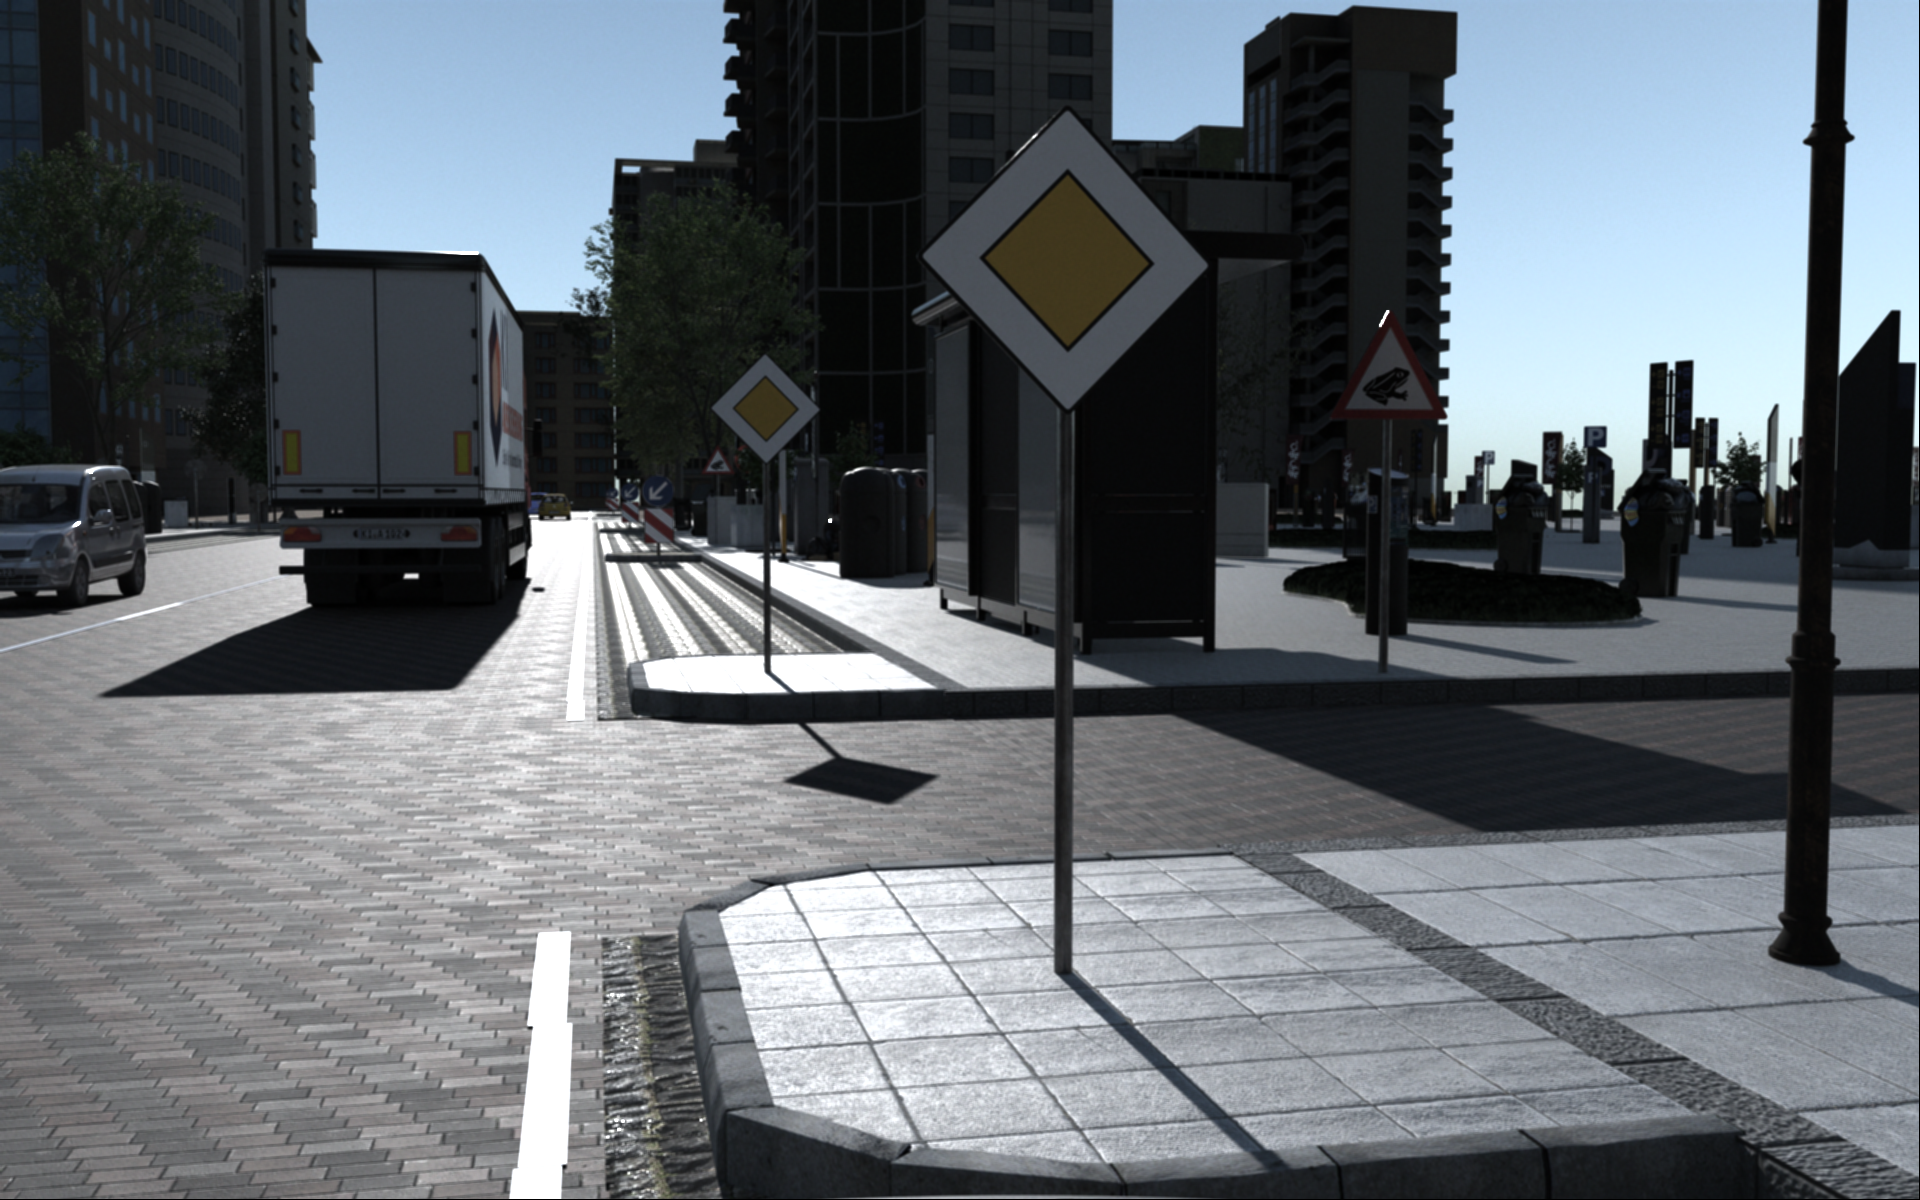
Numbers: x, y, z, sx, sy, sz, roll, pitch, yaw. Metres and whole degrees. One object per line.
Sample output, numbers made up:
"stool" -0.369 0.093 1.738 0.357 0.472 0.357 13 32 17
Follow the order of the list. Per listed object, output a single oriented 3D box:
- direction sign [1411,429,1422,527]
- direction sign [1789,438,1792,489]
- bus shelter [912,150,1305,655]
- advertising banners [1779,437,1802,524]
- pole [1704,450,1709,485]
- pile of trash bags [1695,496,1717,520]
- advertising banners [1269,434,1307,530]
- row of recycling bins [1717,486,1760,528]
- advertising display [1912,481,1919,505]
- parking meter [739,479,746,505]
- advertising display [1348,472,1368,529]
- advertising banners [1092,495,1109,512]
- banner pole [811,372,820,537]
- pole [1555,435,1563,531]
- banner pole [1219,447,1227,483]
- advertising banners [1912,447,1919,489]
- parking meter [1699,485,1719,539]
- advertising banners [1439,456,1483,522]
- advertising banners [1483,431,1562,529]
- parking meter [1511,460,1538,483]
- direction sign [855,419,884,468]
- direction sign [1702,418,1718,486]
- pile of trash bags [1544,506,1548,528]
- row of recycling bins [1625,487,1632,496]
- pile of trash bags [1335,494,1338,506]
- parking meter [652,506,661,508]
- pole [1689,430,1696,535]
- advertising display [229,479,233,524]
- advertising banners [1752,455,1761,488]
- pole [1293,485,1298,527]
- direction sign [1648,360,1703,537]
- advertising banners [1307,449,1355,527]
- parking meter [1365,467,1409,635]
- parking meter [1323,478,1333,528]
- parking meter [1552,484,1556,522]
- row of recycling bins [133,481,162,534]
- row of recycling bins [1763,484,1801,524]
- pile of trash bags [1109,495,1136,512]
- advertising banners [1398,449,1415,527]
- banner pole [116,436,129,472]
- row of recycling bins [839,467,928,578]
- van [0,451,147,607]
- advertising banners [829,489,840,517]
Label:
"direction sign" 16.003 -4.207 60.774 0.379 3.537 0.876 -1 4 -9
"direction sign" 33.477 -4.762 69.856 0.379 3.537 0.876 1 4 22
"bus shelter" 0.854 -2.469 17.993 2.179 5.291 8.768 -1 4 -12
"advertising banners" 25.739 -3.512 53.603 0.090 3.025 2.074 1 4 8
"pole" 34.312 -5.247 79.634 0.158 3.312 0.155 0 3 0
"pile of trash bags" 38.184 -4.709 86.737 3.447 1.369 1.912 0 4 -2
"advertising banners" 8.999 -3.333 50.678 2.074 3.025 0.090 1 4 15
"row of recycling bins" 29.920 -3.646 66.724 1.069 1.692 3.534 1 4 16
"advertising display" 46.388 -4.788 83.490 0.974 1.923 0.123 0 4 -6
"parking meter" -8.336 -3.710 66.374 0.255 1.863 0.399 -1 4 -15
"advertising display" 11.777 -2.781 50.682 0.123 1.923 0.974 -3 5 -40
"advertising banners" 1.787 -1.904 27.325 0.090 3.025 2.074 3 5 41
"banner pole" -2.959 -2.772 35.336 0.401 3.779 0.863 0 4 6
"pole" 20.534 -4.007 59.352 0.158 3.312 0.155 0 3 0
"banner pole" 12.162 -5.569 81.075 0.863 3.779 0.401 3 4 39
"advertising banners" 35.981 -4.179 64.513 2.074 3.025 0.090 -2 4 -32
"parking meter" 21.275 -2.501 49.304 0.372 1.533 0.369 0 3 0
"advertising banners" 23.175 -5.117 79.852 2.074 3.025 0.090 1 4 9
"advertising banners" 15.943 -3.231 49.017 2.074 3.025 0.090 2 4 32
"parking meter" 9.546 -1.444 29.318 0.255 1.863 0.399 -3 5 -42
"direction sign" -2.708 -3.681 52.184 0.876 3.537 0.379 -1 4 -14
"direction sign" 22.193 -3.643 51.567 0.876 3.537 0.379 -2 4 -24
"pile of trash bags" 21.517 -3.447 66.108 1.912 1.369 3.447 2 4 25
"row of recycling bins" 37.176 -5.385 95.160 1.069 1.692 3.534 2 4 27
"pile of trash bags" 20.758 -4.926 90.299 3.447 1.369 1.912 0 4 1
"parking meter" -13.372 -4.156 76.354 0.372 1.533 0.369 0 3 0
"pole" 23.195 -3.731 54.843 0.158 3.312 0.155 0 3 0
"advertising display" -30.919 -4.173 73.444 0.123 1.923 0.974 -1 4 -23
"advertising banners" 36.234 -4.958 77.254 2.074 3.025 0.090 3 5 39
"pole" 12.991 -4.471 66.949 0.158 3.312 0.155 0 3 0
"direction sign" 12.174 -2.308 29.739 0.379 3.537 0.876 -2 4 -27
"advertising banners" 14.199 -4.323 66.868 2.074 3.025 0.090 0 4 4
"parking meter" 3.911 -0.455 15.849 0.372 1.533 0.369 0 3 0
"parking meter" 13.586 -3.563 63.971 0.255 1.863 0.399 0 4 -7
"parking meter" 27.400 -4.512 79.482 0.255 1.863 0.399 -3 5 -43
"row of recycling bins" -26.741 -2.946 55.276 1.069 1.692 3.534 1 4 10
"row of recycling bins" 35.193 -4.088 73.958 3.534 1.692 1.069 2 4 28
"pile of trash bags" 4.255 -3.002 58.828 1.912 1.369 3.447 -3 5 -42
"advertising banners" 16.995 -4.269 65.988 0.090 3.025 2.074 0 4 -3
"banner pole" -35.966 -5.161 74.393 0.401 3.779 0.863 3 5 45
"row of recycling bins" -1.095 -1.274 27.950 1.069 1.692 3.534 1 4 16
"van" -12.255 -0.991 23.211 2.013 2.044 4.112 -1 4 -11
"advertising banners" -3.702 -3.466 52.863 0.090 3.025 2.074 3 5 44
